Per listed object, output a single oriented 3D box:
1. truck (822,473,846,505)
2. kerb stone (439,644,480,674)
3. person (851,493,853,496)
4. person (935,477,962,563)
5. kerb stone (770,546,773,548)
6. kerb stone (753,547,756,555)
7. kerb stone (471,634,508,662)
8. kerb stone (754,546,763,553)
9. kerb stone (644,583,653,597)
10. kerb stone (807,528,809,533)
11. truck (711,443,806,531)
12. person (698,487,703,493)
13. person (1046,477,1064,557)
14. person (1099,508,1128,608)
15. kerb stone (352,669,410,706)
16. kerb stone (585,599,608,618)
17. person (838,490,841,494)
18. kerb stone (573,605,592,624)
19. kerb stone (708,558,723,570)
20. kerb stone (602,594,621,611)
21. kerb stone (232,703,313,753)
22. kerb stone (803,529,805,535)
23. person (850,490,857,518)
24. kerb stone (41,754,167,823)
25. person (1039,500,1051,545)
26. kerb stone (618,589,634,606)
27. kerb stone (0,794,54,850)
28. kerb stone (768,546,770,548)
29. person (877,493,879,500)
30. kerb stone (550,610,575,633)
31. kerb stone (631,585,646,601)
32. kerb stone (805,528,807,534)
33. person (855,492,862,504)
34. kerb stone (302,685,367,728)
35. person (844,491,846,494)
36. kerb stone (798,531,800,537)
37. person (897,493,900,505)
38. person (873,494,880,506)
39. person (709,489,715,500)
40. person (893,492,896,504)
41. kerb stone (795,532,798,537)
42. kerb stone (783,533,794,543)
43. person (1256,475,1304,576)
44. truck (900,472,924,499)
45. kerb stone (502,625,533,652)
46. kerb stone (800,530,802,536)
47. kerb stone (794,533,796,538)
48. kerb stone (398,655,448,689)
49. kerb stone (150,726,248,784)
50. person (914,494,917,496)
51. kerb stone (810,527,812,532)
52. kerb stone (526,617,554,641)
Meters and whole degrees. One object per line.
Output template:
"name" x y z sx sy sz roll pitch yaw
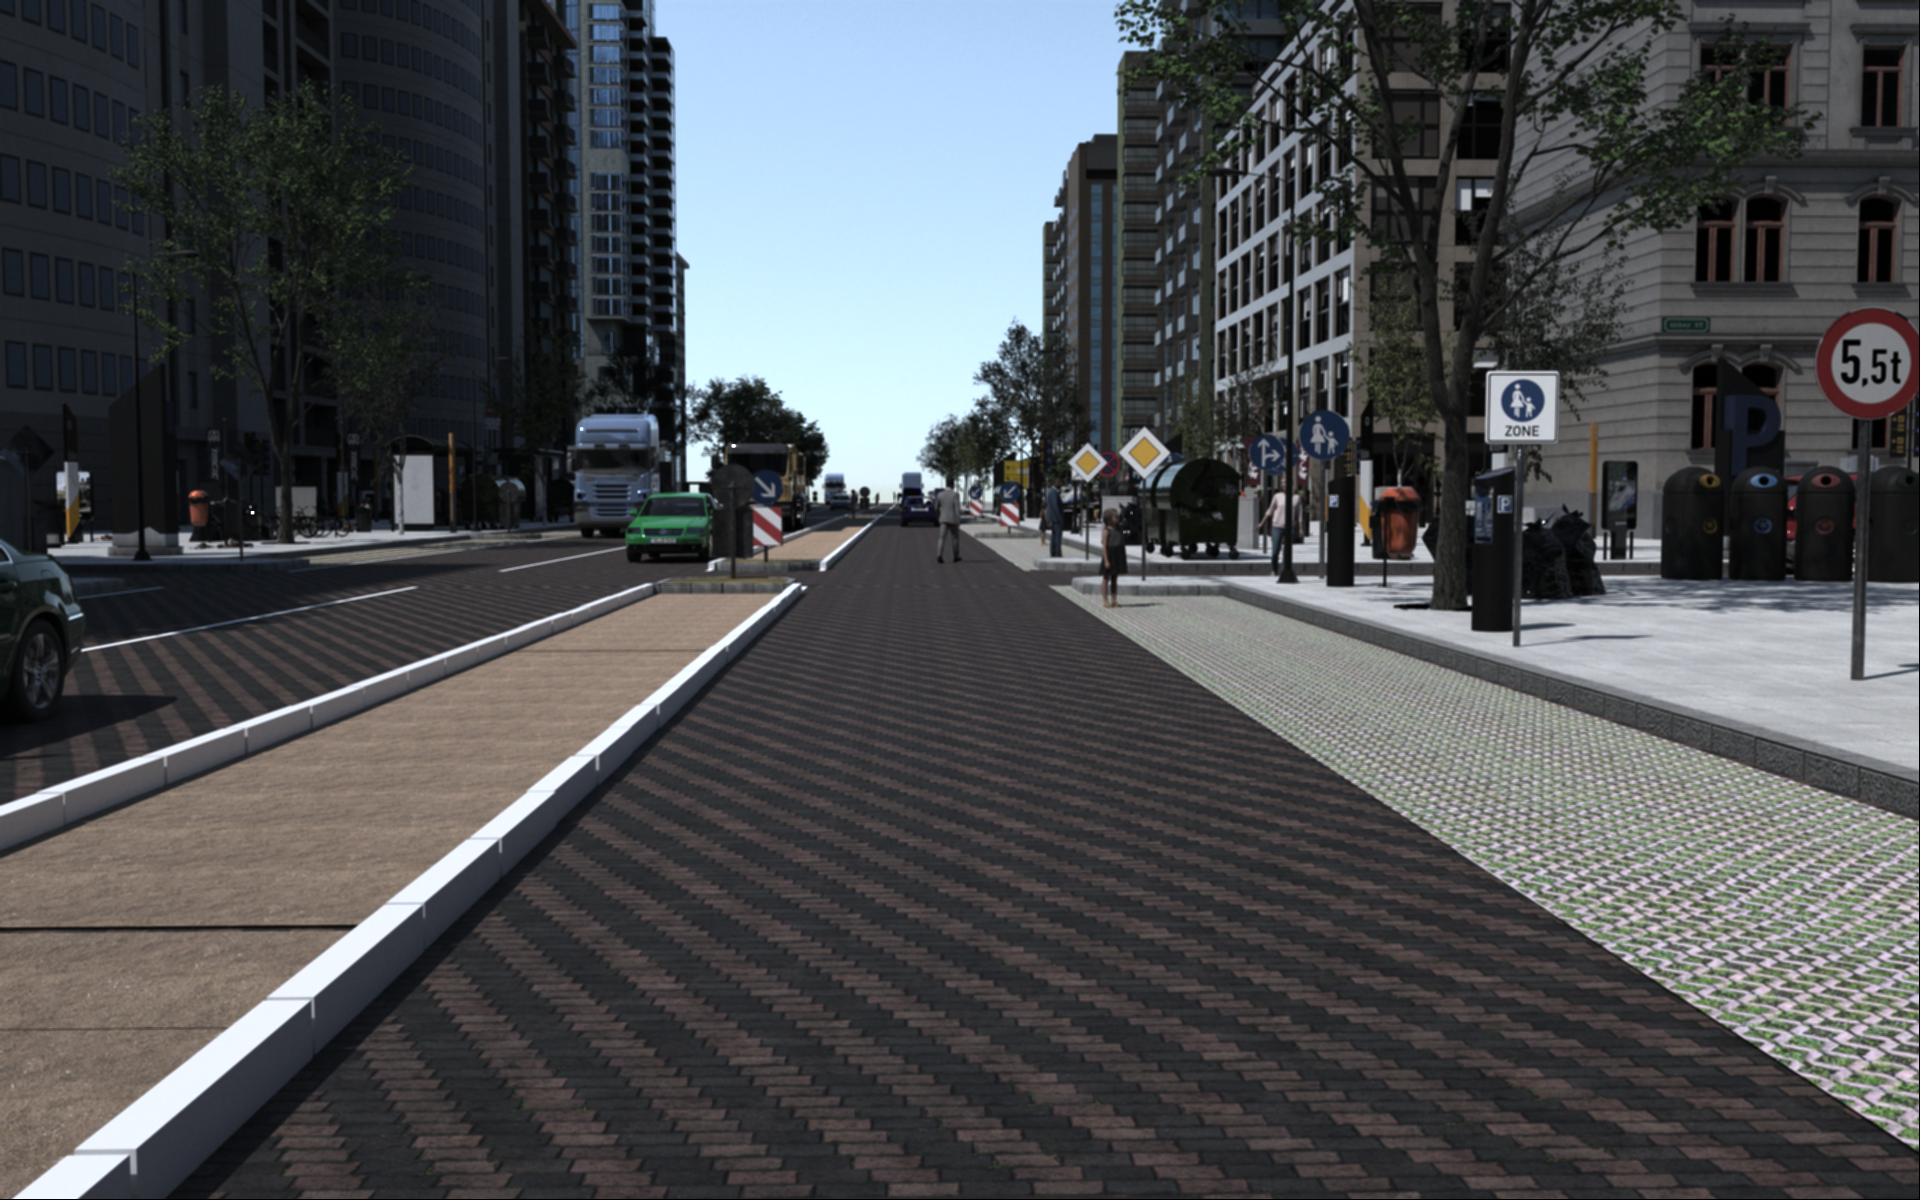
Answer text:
"truck" -16.284 -14.742 230.784 2.967 4.110 18.799 0 4 -1
"kerb stone" -4.113 0.495 14.102 0.120 0.150 1.000 0 4 -2
"person" -11.858 -11.325 193.534 0.599 1.838 0.709 -2 4 -23
"person" -0.242 -1.678 36.211 0.678 1.792 0.850 2 4 24
"kerb stone" -5.080 -1.418 45.399 0.120 0.150 1.000 0 4 -2
"kerb stone" -4.914 -1.105 40.262 0.120 0.150 1.000 0 4 -2
"kerb stone" -4.145 0.433 15.124 0.120 0.150 1.000 0 4 -2
"kerb stone" -4.980 -1.231 42.322 0.120 0.150 1.000 0 4 -2
"kerb stone" -4.421 -0.131 24.344 0.120 0.150 1.000 0 4 -2
"kerb stone" -5.577 -2.415 61.791 0.120 0.150 1.000 0 4 -2
"truck" -7.676 -4.442 68.554 3.469 3.379 9.791 0 4 -1
"person" -13.354 -4.949 89.761 0.599 1.781 0.374 -1 4 -11
"person" 2.075 -1.762 37.490 0.419 1.800 0.721 -1 4 -13
"person" 1.947 -0.528 21.806 0.362 1.253 0.373 -2 4 -31
"kerb stone" -4.046 0.621 12.044 0.120 0.150 1.000 0 4 -2
"kerb stone" -4.296 0.119 20.256 0.120 0.150 1.000 0 4 -2
"person" -12.917 -10.802 185.119 0.705 1.824 1.348 2 4 27
"kerb stone" -4.266 0.191 19.232 0.120 0.150 1.000 0 4 -2
"kerb stone" -4.691 -0.666 33.091 0.120 0.150 1.000 0 4 -2
"kerb stone" -4.335 0.057 21.277 0.120 0.150 1.000 0 4 -2
"kerb stone" -3.984 0.746 10.001 0.120 0.150 1.000 0 4 -2
"kerb stone" -5.517 -2.296 59.742 0.120 0.150 1.000 0 4 -2
"person" -6.332 -5.702 102.726 0.522 1.701 0.512 -2 4 -28
"kerb stone" -3.930 0.871 7.955 0.120 0.150 1.000 0 4 -2
"person" 2.376 -2.140 48.164 0.373 1.253 0.362 -1 4 -10
"kerb stone" -4.364 -0.002 22.300 0.120 0.150 1.000 0 4 -2
"kerb stone" -3.891 0.937 6.933 0.120 0.150 1.000 0 4 -2
"kerb stone" -5.037 -1.356 44.368 0.120 0.150 1.000 0 4 -2
"person" -11.255 -13.985 238.616 0.415 1.643 0.593 -1 4 -20
"kerb stone" -4.235 0.244 18.203 0.120 0.150 1.000 0 4 -2
"kerb stone" -4.396 -0.069 23.322 0.120 0.150 1.000 0 4 -2
"kerb stone" -5.548 -2.359 60.769 0.120 0.150 1.000 0 4 -2
"person" -13.561 -13.400 228.303 1.217 1.736 0.721 -1 4 -17
"kerb stone" -4.010 0.686 11.023 0.120 0.150 1.000 0 4 -2
"person" -13.677 -12.102 206.347 0.705 1.826 1.348 -2 4 -25
"kerb stone" -5.415 -2.108 56.666 0.120 0.150 1.000 0 4 -2
"person" -8.309 -13.682 233.674 0.415 1.643 0.593 1 4 22
"person" -9.761 -11.665 202.485 1.065 1.426 0.557 3 5 40
"person" -15.804 -6.245 110.572 1.348 1.831 0.705 3 4 39
"person" -9.290 -14.580 247.704 0.721 1.723 1.217 0 4 -4
"kerb stone" -5.388 -2.046 55.644 0.120 0.150 1.000 0 4 -2
"kerb stone" -5.323 -1.921 53.596 0.120 0.150 1.000 0 4 -2
"person" 5.152 -1.153 28.030 0.731 1.740 0.598 0 4 1
"truck" -5.783 -13.391 208.698 2.967 4.110 18.799 0 4 -2
"kerb stone" -4.176 0.374 16.159 0.120 0.150 1.000 0 4 -2
"kerb stone" -5.441 -2.169 57.691 0.120 0.150 1.000 0 4 -2
"kerb stone" -5.354 -1.979 54.623 0.120 0.150 1.000 0 4 -2
"kerb stone" -4.081 0.558 13.076 0.120 0.150 1.000 0 4 -2
"kerb stone" -3.959 0.808 8.979 0.120 0.150 1.000 0 4 -2
"person" -3.043 -6.372 115.903 0.599 1.433 0.991 -1 4 -17
"kerb stone" -5.646 -2.547 63.833 0.120 0.150 1.000 0 4 -2
"kerb stone" -4.212 0.307 17.181 0.120 0.150 1.000 0 4 -2
